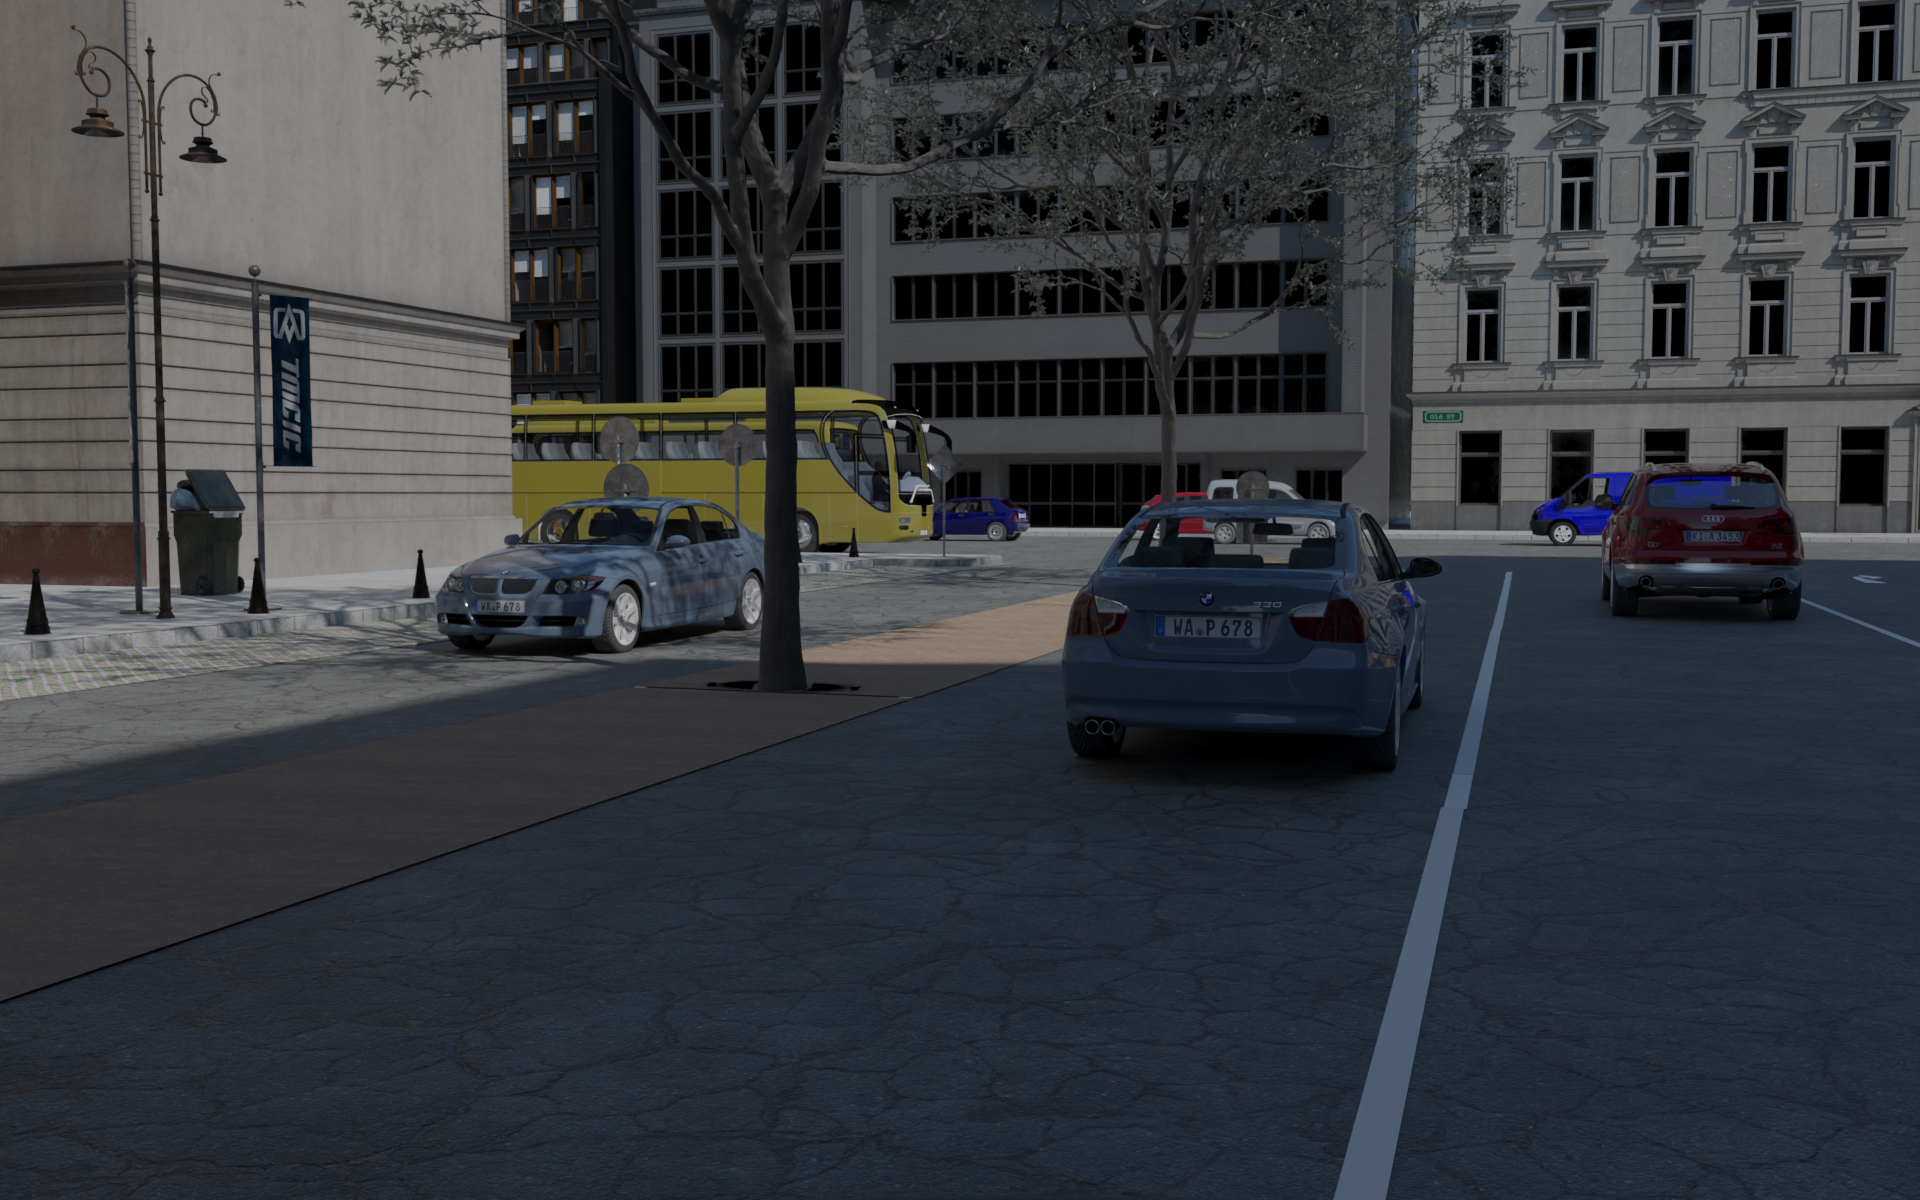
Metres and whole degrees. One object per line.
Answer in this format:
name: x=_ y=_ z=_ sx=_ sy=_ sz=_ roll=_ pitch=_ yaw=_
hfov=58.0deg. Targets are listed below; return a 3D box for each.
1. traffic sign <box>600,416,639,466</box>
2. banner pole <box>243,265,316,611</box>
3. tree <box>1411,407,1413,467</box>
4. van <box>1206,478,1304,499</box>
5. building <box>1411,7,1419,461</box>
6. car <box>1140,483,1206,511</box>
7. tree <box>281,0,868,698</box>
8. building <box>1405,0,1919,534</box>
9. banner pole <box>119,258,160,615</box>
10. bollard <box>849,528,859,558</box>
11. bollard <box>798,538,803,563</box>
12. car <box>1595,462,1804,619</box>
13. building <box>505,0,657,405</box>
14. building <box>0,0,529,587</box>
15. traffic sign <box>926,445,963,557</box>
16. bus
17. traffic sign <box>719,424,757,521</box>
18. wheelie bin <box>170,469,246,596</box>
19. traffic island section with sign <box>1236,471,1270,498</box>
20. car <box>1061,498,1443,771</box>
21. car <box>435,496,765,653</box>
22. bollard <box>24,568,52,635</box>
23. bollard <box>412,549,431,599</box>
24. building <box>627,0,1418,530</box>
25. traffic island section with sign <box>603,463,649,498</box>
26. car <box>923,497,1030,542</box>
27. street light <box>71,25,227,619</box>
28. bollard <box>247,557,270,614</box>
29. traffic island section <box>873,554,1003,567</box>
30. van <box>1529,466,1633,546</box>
traffic sign: x=-5.609 y=-1.734 z=28.450 sx=0.768 sy=2.556 sz=0.104 roll=2 pitch=4 yaw=24
banner pole: x=-7.552 y=-1.785 z=19.201 sx=0.401 sy=3.779 sz=0.863 roll=3 pitch=5 yaw=41
tree: x=47.537 y=-16.309 z=188.709 sx=6.751 sy=12.117 sz=7.091 roll=0 pitch=3 yaw=0
van: x=9.093 y=-2.617 z=49.793 sx=4.112 sy=2.044 sz=2.013 roll=1 pitch=4 yaw=19
building: x=63.983 y=-47.866 z=220.868 sx=20.611 sy=71.187 sz=20.563 roll=1 pitch=4 yaw=18
car: x=7.728 y=-2.718 z=53.479 sx=4.494 sy=1.783 sz=2.155 roll=1 pitch=4 yaw=20
tree: x=-1.315 y=-6.072 z=12.110 sx=12.009 sy=13.543 sz=11.850 roll=0 pitch=3 yaw=0
building: x=38.760 y=-17.418 z=61.195 sx=44.131 sy=29.872 sz=17.030 roll=1 pitch=4 yaw=18
banner pole: x=-8.742 y=-1.729 z=18.294 sx=0.401 sy=3.779 sz=0.863 roll=-1 pitch=4 yaw=-21
bollard: x=-2.151 y=-1.165 z=35.084 sx=0.229 sy=0.601 sz=0.229 roll=0 pitch=3 yaw=0
bollard: x=-3.050 y=-0.997 z=32.342 sx=0.229 sy=0.601 sz=0.229 roll=0 pitch=3 yaw=0
car: x=9.116 y=-0.787 z=21.534 sx=2.281 sy=1.827 sz=5.304 roll=1 pitch=4 yaw=18
building: x=-19.801 y=-15.171 z=77.724 sx=15.834 sy=23.373 sz=12.332 roll=1 pitch=4 yaw=18
building: x=-18.361 y=-10.149 z=30.567 sx=19.286 sy=19.102 sz=10.561 roll=1 pitch=4 yaw=18
traffic sign: x=-0.321 y=-1.935 z=35.272 sx=0.795 sy=2.450 sz=0.064 roll=1 pitch=4 yaw=18
bus: x=-6.454 y=-3.043 z=41.300 sx=12.252 sy=3.916 sz=2.896 roll=1 pitch=4 yaw=16
traffic sign: x=-4.039 y=-1.913 z=31.384 sx=0.768 sy=2.556 sz=0.104 roll=1 pitch=4 yaw=19
wheelie bin: x=-9.623 y=-0.867 z=22.090 sx=0.693 sy=1.594 sz=0.980 roll=1 pitch=4 yaw=21
traffic island section with sign: x=5.581 y=-1.561 z=33.657 sx=2.006 sy=1.907 sz=1.989 roll=1 pitch=4 yaw=18
car: x=1.841 y=0.096 z=10.439 sx=2.014 sy=1.417 sz=4.499 roll=1 pitch=4 yaw=17
car: x=-3.380 y=-0.322 z=17.266 sx=2.014 sy=1.417 sz=4.499 roll=1 pitch=4 yaw=17
bollard: x=-8.450 y=0.012 z=15.851 sx=0.229 sy=0.601 sz=0.229 roll=0 pitch=3 yaw=0
bollard: x=-6.648 y=-0.325 z=21.348 sx=0.229 sy=0.601 sz=0.229 roll=0 pitch=3 yaw=0
building: x=2.708 y=-15.386 z=70.622 sx=30.058 sy=24.678 sz=14.314 roll=1 pitch=4 yaw=18
traffic island section with sign: x=-4.452 y=-0.799 z=21.685 sx=1.989 sy=1.847 sz=2.006 roll=1 pitch=4 yaw=18
car: x=0.115 y=-2.488 z=53.265 sx=3.894 sy=1.354 sz=1.945 roll=1 pitch=4 yaw=18
street light: x=-8.198 y=-2.747 z=17.700 sx=0.468 sy=5.910 sz=1.993 roll=1 pitch=4 yaw=18
bollard: x=-7.545 y=-0.157 z=18.605 sx=0.229 sy=0.601 sz=0.229 roll=0 pitch=3 yaw=0
traffic island section: x=-0.345 y=-0.799 z=35.341 sx=2.009 sy=0.180 sz=2.903 roll=1 pitch=4 yaw=18
van: x=18.475 y=-2.653 z=47.768 sx=5.245 sy=2.365 sz=2.240 roll=1 pitch=4 yaw=17
